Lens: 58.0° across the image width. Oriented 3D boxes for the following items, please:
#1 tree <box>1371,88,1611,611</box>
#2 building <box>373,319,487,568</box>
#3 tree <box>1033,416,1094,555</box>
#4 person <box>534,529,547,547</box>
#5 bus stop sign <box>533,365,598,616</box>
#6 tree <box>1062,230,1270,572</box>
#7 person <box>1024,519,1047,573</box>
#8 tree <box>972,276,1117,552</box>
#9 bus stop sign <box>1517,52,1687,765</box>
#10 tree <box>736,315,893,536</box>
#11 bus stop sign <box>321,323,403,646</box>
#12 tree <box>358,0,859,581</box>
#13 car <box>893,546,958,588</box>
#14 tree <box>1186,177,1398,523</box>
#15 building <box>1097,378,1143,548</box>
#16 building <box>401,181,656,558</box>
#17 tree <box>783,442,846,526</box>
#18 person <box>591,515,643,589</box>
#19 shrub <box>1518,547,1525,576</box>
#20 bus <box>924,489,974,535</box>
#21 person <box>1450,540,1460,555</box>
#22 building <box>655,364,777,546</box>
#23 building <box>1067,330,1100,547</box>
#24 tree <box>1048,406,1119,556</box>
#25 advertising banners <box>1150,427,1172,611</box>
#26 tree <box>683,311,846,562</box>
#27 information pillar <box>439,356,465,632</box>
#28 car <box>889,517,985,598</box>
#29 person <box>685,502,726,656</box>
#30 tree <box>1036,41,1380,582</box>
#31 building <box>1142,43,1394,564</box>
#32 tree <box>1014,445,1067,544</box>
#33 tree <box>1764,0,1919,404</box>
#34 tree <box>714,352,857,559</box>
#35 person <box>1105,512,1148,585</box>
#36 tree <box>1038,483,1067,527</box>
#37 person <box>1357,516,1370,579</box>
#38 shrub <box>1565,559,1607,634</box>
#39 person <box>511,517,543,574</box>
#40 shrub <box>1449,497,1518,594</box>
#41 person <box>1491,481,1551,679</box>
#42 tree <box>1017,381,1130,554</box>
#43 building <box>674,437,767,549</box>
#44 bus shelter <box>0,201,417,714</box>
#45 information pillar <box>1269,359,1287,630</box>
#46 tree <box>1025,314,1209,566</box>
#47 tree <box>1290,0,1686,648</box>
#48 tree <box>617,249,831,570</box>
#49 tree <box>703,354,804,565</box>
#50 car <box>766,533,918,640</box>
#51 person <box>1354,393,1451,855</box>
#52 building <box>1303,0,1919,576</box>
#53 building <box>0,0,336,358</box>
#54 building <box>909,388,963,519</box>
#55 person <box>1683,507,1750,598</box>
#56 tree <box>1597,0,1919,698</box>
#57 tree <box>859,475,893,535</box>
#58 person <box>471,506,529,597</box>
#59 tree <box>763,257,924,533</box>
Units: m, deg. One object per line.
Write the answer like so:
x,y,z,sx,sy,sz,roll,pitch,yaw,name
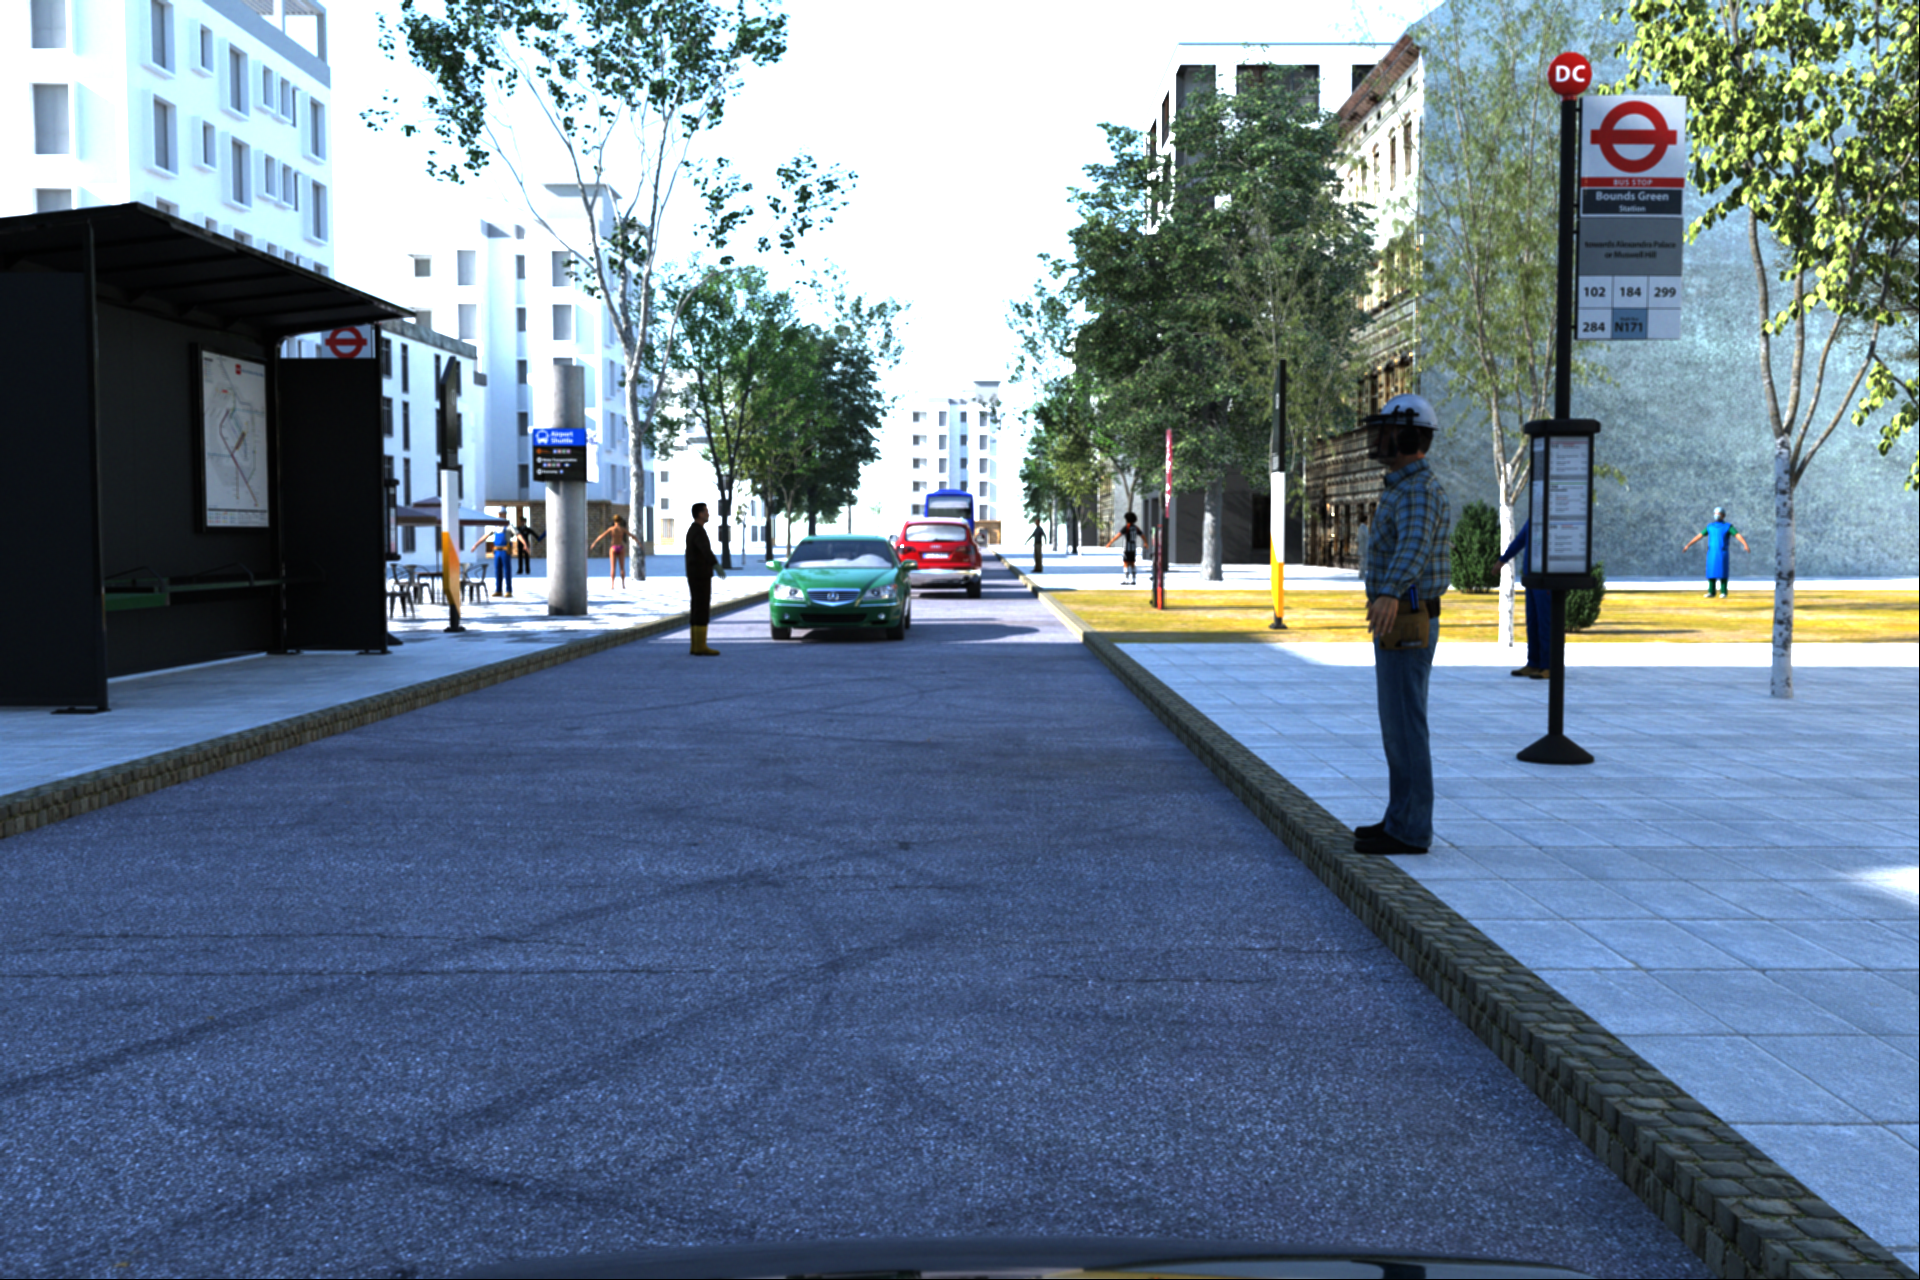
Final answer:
9.253,-4.801,28.856,4.360,8.622,3.978,0,3,0,tree
-26.044,-8.272,77.401,9.099,9.664,28.070,0,4,1,building
6.564,-9.540,106.335,4.737,8.622,4.395,0,3,0,tree
-12.255,-2.854,52.630,1.349,1.833,0.705,-1,4,-11,person
-6.200,-2.340,27.270,0.837,3.901,0.837,0,4,0,bus stop sign
7.049,-8.150,59.004,9.928,11.665,9.643,0,3,0,tree
2.579,-3.152,57.810,0.705,1.796,1.348,-2,4,-29,person
7.260,-16.504,125.736,12.611,20.169,13.585,0,3,0,tree
3.597,-1.285,9.707,0.855,3.939,0.416,0,4,1,bus stop sign
-8.836,-11.949,102.023,9.857,13.997,8.962,0,3,0,tree
-6.884,-1.909,19.920,0.855,3.939,0.416,0,4,0,bus stop sign
-8.877,-11.578,45.181,12.611,20.169,13.585,0,3,0,tree
-0.918,-2.326,47.075,2.155,1.783,4.494,0,3,0,car
6.517,-5.279,36.668,4.360,8.622,3.978,0,3,0,tree
23.049,-20.367,163.921,19.493,23.208,18.063,0,4,1,building
-23.886,-14.546,94.244,16.016,20.090,11.380,0,3,0,building
-17.954,-18.654,211.651,9.857,13.997,8.962,0,3,0,tree
-8.031,-2.066,40.584,1.217,1.733,0.721,-1,4,-17,person
13.132,-2.065,38.181,1.690,2.028,1.600,0,3,0,shrub
-0.597,-6.314,94.785,2.896,3.916,12.251,0,4,-1,bus
8.823,-1.655,32.822,0.705,1.858,1.354,-3,5,-42,person
-25.526,-19.795,180.059,16.016,20.090,11.380,0,4,1,building
25.523,-21.168,190.078,27.936,21.610,32.646,0,4,0,building
6.933,-9.085,98.907,4.737,8.622,4.395,0,3,0,tree
3.418,-2.034,29.437,0.090,3.025,2.074,0,4,-2,advertising banners
-8.897,-9.435,80.023,9.928,11.665,9.643,0,3,0,tree
-6.653,-1.912,22.609,0.183,3.616,0.504,0,4,0,information pillar
-0.542,-1.934,40.294,2.281,1.827,5.304,0,4,0,car
-3.050,-0.730,20.531,0.704,1.812,1.346,-1,4,-22,person
6.839,-8.572,46.805,9.857,13.997,8.962,0,3,0,tree
23.062,-14.969,88.719,27.936,21.610,32.646,0,4,0,building
11.599,-19.053,218.167,9.857,13.997,8.962,0,3,0,tree
19.470,-7.293,29.609,12.009,13.543,11.850,0,3,0,tree
-9.022,-9.484,89.469,8.767,10.594,7.601,1,4,13,tree
4.235,-2.279,43.404,1.345,1.843,0.704,-2,4,-34,person
12.124,-15.929,210.798,4.360,8.622,3.978,0,3,0,tree
11.484,-2.627,49.139,0.705,1.806,1.347,0,4,-4,person
7.883,-0.693,22.446,1.383,1.207,1.383,0,3,0,shrub
-14.022,-3.038,55.598,1.347,1.837,0.705,0,4,3,person
11.097,-2.026,37.174,1.661,2.075,1.752,0,3,0,shrub
5.166,-0.586,15.461,0.705,1.842,1.347,-1,4,-10,person
7.579,-11.453,113.013,9.928,11.665,9.643,0,3,0,tree
-22.474,-13.521,163.213,9.099,9.664,28.070,0,4,1,building
-6.643,-1.475,15.397,1.731,3.624,6.357,0,4,0,bus shelter
4.305,-1.961,23.415,0.183,3.616,0.504,0,4,-1,information pillar
6.598,-8.216,68.744,8.767,10.594,7.601,1,4,12,tree
6.380,-4.230,19.516,4.360,8.622,3.978,0,3,0,tree
-8.514,-8.384,62.827,9.928,11.665,9.643,0,3,0,tree
-8.805,-7.436,71.949,4.737,8.622,4.395,0,3,0,tree
-1.655,-0.803,24.931,2.131,1.459,4.920,0,3,0,car
1.779,-0.075,7.060,0.704,1.849,1.345,1,4,13,person
23.198,-14.072,61.014,19.493,23.208,18.063,0,4,1,building
-27.491,-11.787,49.137,16.016,20.090,11.380,0,4,1,building
-5.999,-21.891,216.792,11.380,20.090,16.016,0,4,3,building
15.228,-1.754,34.805,0.704,1.817,1.347,-3,5,-42,person
6.508,-3.839,13.133,4.737,8.622,4.395,0,3,0,tree
-9.675,-15.978,211.598,4.360,8.622,3.978,0,3,0,tree
-9.333,-1.801,35.302,1.347,1.847,0.705,1,4,19,person
-9.009,-16.235,121.334,12.611,20.169,13.585,0,3,0,tree
